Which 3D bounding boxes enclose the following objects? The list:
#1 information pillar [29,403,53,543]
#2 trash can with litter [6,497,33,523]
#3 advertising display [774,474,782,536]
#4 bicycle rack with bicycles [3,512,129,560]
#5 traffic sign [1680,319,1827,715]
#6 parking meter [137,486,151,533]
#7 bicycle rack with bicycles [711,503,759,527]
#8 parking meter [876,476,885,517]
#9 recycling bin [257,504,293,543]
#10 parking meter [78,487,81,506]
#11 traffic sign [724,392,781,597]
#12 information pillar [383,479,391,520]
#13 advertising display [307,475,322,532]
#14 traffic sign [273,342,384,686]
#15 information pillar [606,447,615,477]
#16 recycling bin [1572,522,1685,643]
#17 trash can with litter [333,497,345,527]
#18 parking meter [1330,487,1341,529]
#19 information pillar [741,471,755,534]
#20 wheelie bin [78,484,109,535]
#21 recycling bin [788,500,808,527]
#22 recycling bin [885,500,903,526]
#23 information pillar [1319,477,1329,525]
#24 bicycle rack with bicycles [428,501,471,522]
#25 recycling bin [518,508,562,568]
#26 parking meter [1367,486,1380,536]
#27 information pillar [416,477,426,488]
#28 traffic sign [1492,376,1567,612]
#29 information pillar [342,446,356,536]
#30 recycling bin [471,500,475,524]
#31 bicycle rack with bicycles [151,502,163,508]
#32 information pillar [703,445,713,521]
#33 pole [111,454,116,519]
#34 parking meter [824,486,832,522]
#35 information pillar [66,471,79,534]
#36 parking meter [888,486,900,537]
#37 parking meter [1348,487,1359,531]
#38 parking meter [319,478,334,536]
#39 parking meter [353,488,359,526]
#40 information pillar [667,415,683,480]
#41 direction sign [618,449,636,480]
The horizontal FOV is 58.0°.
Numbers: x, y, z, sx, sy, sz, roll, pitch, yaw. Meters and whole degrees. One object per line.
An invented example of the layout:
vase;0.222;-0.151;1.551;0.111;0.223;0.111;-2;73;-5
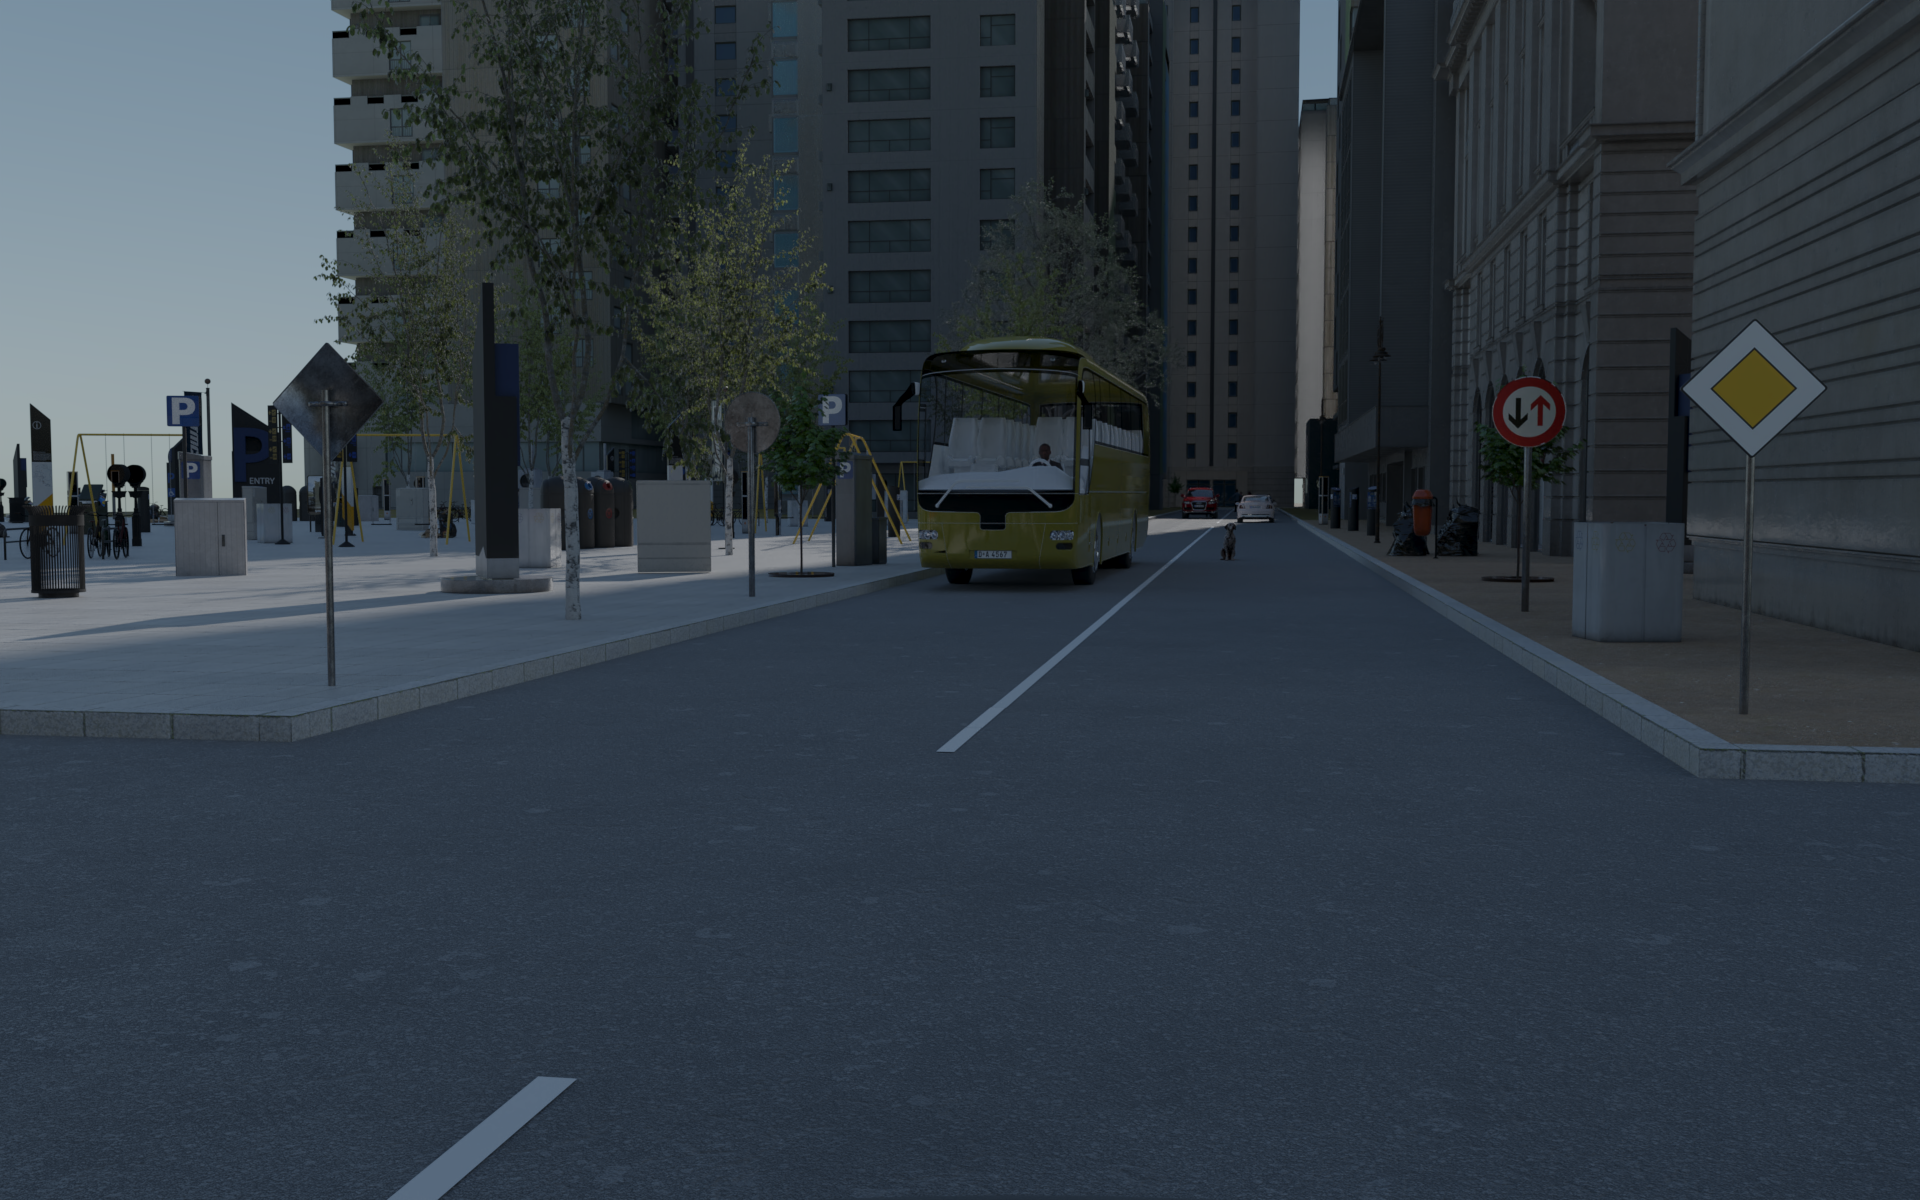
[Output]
information pillar;-23.801;-3.274;44.878;0.504;3.616;0.183;-3;5;-43
trash can with litter;-42.218;-4.058;77.737;1.055;1.170;0.624;-3;5;-42
advertising display;-5.658;-2.976;53.879;0.123;1.923;0.974;0;4;2
bicycle rack with bicycles;-17.743;-1.311;34.815;2.852;0.926;2.925;-1;4;-10
traffic sign;4.566;-0.391;10.035;0.795;2.450;0.064;1;4;10
parking meter;-27.241;-3.021;57.804;0.372;1.533;0.369;0;3;0
bicycle rack with bicycles;-9.530;-3.435;69.546;2.925;0.926;2.852;-3;5;-43
parking meter;-2.635;-3.165;57.464;0.255;1.863;0.399;0;4;-5
recycling bin;-17.979;-2.011;45.435;0.722;1.027;0.722;-3;4;-37
parking meter;-32.973;-3.435;64.575;0.372;1.533;0.369;0;3;0
traffic sign;-2.601;-1.314;21.583;0.768;2.556;0.104;1;4;18
information pillar;-28.205;-4.941;85.274;0.304;2.012;0.304;-1;4;-12
advertising display;-21.537;-3.244;58.256;0.974;1.923;0.123;1;4;23
traffic sign;-4.202;-0.482;11.528;0.795;2.450;0.064;1;4;10
information pillar;-17.437;-5.818;86.484;0.183;3.616;0.504;3;4;36
recycling bin;5.886;-0.167;15.284;0.722;1.027;0.722;0;4;-1
trash can with litter;-24.147;-3.441;67.651;0.624;1.170;1.055;-1;4;-11
parking meter;13.952;-3.419;64.316;0.372;1.533;0.369;0;3;0
information pillar;-6.865;-3.159;56.135;0.304;2.012;0.304;3;5;40
wheelie bin;-27.475;-2.875;54.910;0.980;1.594;0.693;0;4;4
recycling bin;-6.416;-3.422;68.500;0.722;1.027;0.722;-1;4;-14
recycling bin;-2.723;-3.572;70.962;0.722;1.027;0.722;0;4;3
information pillar;15.222;-4.159;72.484;0.304;2.012;0.304;-1;4;-18
bicycle rack with bicycles;-26.461;-4.603;88.641;2.925;0.926;2.852;-3;4;-38
recycling bin;-7.412;-1.082;30.244;0.722;1.027;0.722;0;4;4
parking meter;12.750;-2.753;53.422;0.372;1.533;0.369;0;3;0
information pillar;-22.722;-4.193;73.053;0.304;2.012;0.304;0;3;0
traffic sign;6.167;-1.145;18.825;0.768;2.556;0.104;1;4;16
information pillar;-18.812;-3.783;53.202;0.504;3.616;0.183;3;4;36
recycling bin;-20.469;-3.763;74.072;0.722;1.027;0.722;-2;4;-30
bicycle rack with bicycles;-37.249;-4.189;81.864;2.852;0.926;2.925;0;4;7
information pillar;-12.028;-5.595;82.829;0.504;3.616;0.183;1;4;19
pole;-42.901;-5.744;87.762;0.158;3.312;0.155;0;3;0
parking meter;-6.126;-4.591;80.780;0.399;1.863;0.255;-2;4;-24
information pillar;-28.680;-3.151;56.005;0.304;2.012;0.304;-2;4;-34
parking meter;-1.963;-2.641;51.586;0.372;1.533;0.369;0;3;0
parking meter;13.650;-3.159;60.065;0.372;1.533;0.369;0;3;0
parking meter;-19.321;-2.880;52.798;0.399;1.863;0.255;-1;4;-18
parking meter;-24.528;-3.771;70.064;0.372;1.533;0.369;0;3;0
information pillar;-8.269;-3.608;50.343;0.504;3.616;0.183;-3;5;-42
direction sign;-16.754;-5.826;87.245;0.876;3.537;0.379;-2;4;-26
